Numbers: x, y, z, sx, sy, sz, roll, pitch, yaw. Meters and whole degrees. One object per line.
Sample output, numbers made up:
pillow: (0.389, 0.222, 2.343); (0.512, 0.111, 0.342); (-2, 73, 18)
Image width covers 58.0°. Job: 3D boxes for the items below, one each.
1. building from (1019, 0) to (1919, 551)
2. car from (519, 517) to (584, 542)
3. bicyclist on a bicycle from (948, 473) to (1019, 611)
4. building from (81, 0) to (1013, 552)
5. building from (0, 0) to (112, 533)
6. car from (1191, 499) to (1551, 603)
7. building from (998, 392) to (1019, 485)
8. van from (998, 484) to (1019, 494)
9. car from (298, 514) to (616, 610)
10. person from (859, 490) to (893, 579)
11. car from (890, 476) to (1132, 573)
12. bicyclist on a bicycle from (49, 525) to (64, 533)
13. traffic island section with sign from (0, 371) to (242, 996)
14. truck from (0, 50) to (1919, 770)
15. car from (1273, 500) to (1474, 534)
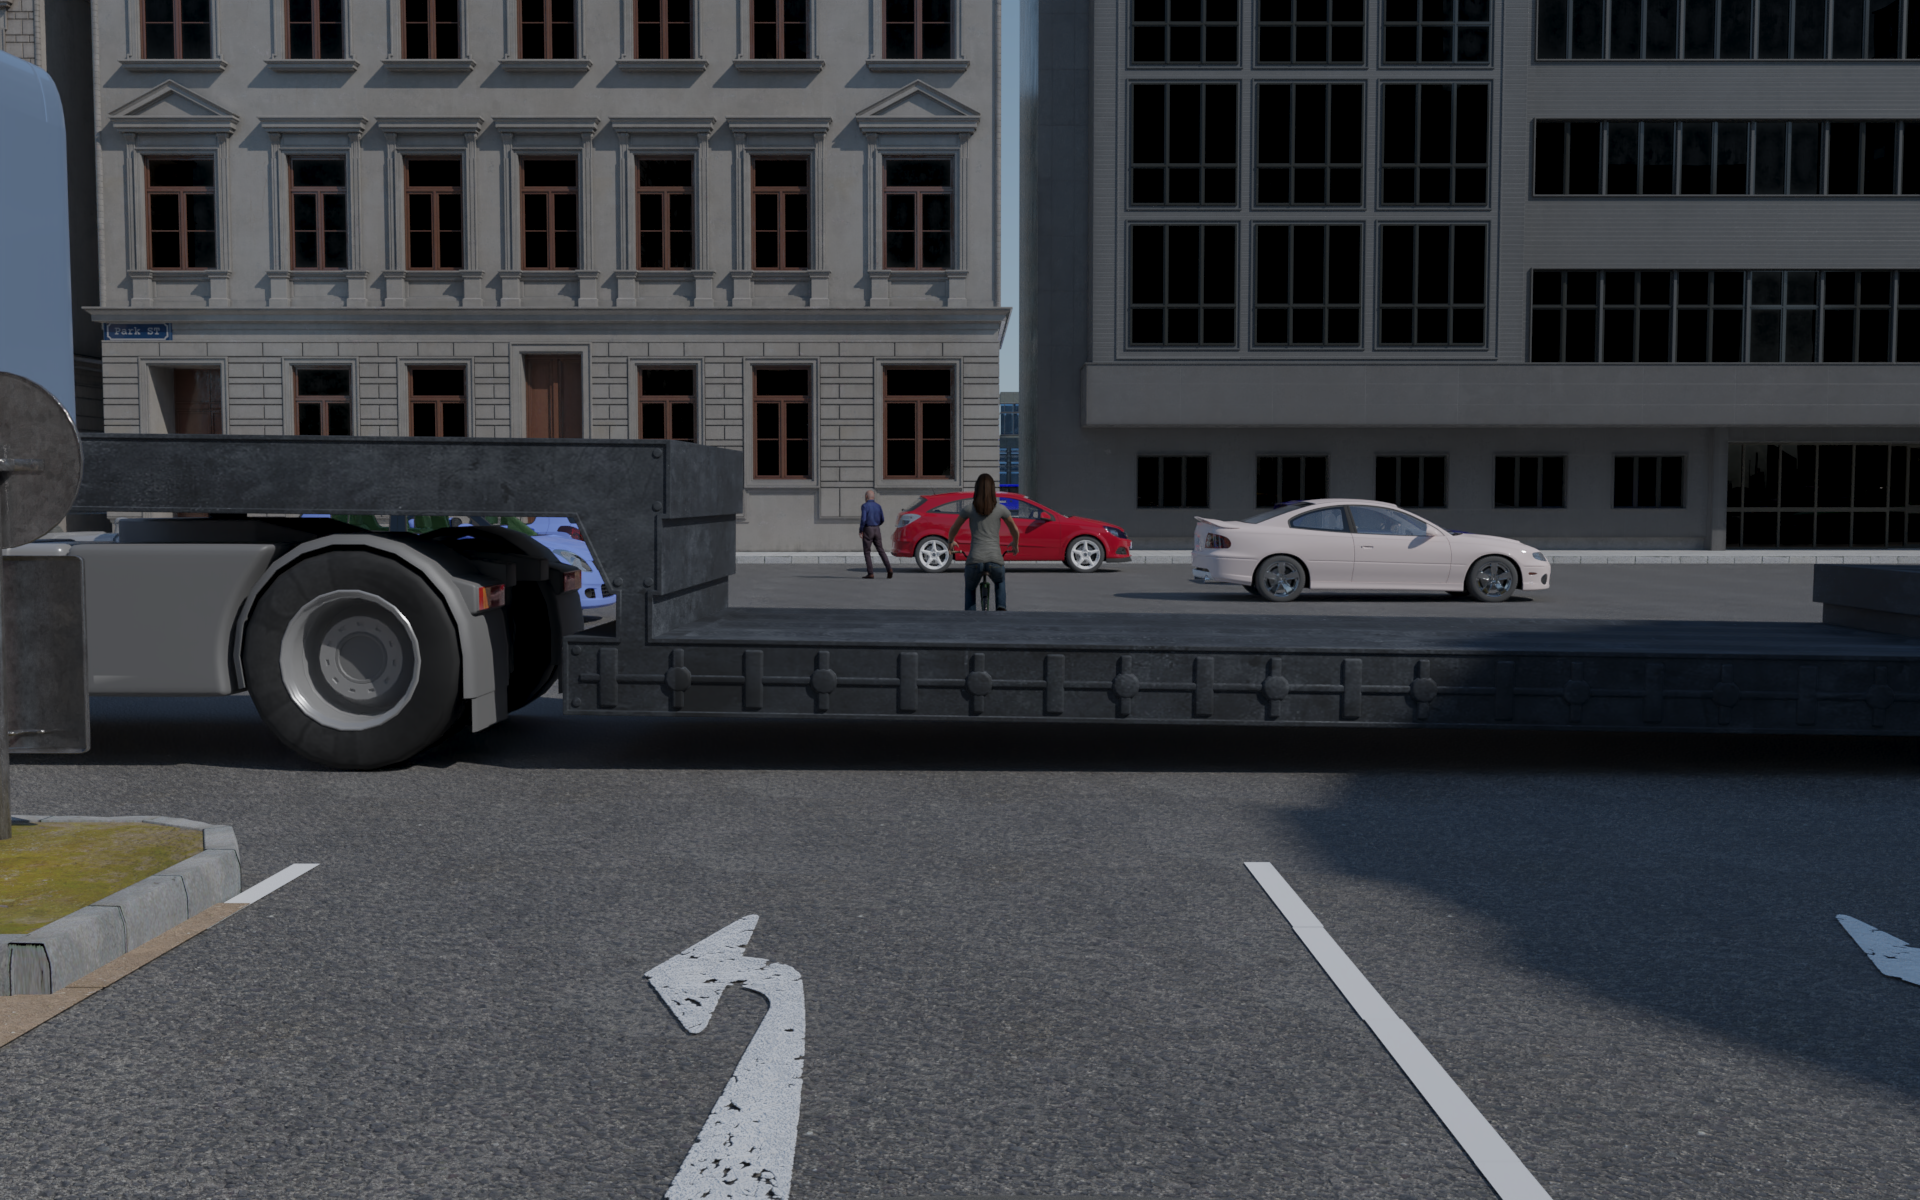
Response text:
building: (16.657, -13.762, 44.083); (30.058, 24.678, 14.314); (0, 3, 0)
car: (-6.520, -0.817, 22.947); (3.694, 1.707, 1.945); (0, 4, 1)
bicyclist on a bicycle: (0.218, -0.329, 15.399); (1.499, 1.676, 1.625); (0, 4, 1)
building: (-8.948, -12.618, 42.460); (21.152, 22.565, 11.583); (0, 3, 0)
building: (-29.167, -10.890, 42.679); (19.286, 19.102, 10.561); (0, 3, 0)
car: (5.599, -0.696, 23.739); (4.827, 1.381, 2.083); (0, 4, 1)
building: (18.693, -54.669, 206.508); (31.000, 86.520, 22.319); (0, 3, 0)
van: (3.069, -6.566, 111.740); (2.240, 2.365, 5.245); (0, 4, 1)
car: (-5.753, -0.608, 19.536); (3.694, 1.707, 1.945); (0, 4, 2)
person: (-1.464, -1.112, 29.376); (0.574, 1.496, 0.600); (-1, 4, -14)
car: (0.953, -1.414, 32.156); (4.494, 1.783, 2.155); (0, 4, -1)
bicyclist on a bicycle: (-13.367, -0.920, 25.066); (1.625, 1.676, 1.499); (0, 4, -1)
traffic island section with sign: (-3.583, 0.140, 5.845); (2.006, 1.907, 1.989); (0, 3, 0)
truck: (-0.003, -1.230, 9.877); (18.799, 4.110, 2.967); (0, 4, 2)
car: (6.497, -0.928, 27.755); (3.894, 1.354, 1.945); (0, 4, -1)
